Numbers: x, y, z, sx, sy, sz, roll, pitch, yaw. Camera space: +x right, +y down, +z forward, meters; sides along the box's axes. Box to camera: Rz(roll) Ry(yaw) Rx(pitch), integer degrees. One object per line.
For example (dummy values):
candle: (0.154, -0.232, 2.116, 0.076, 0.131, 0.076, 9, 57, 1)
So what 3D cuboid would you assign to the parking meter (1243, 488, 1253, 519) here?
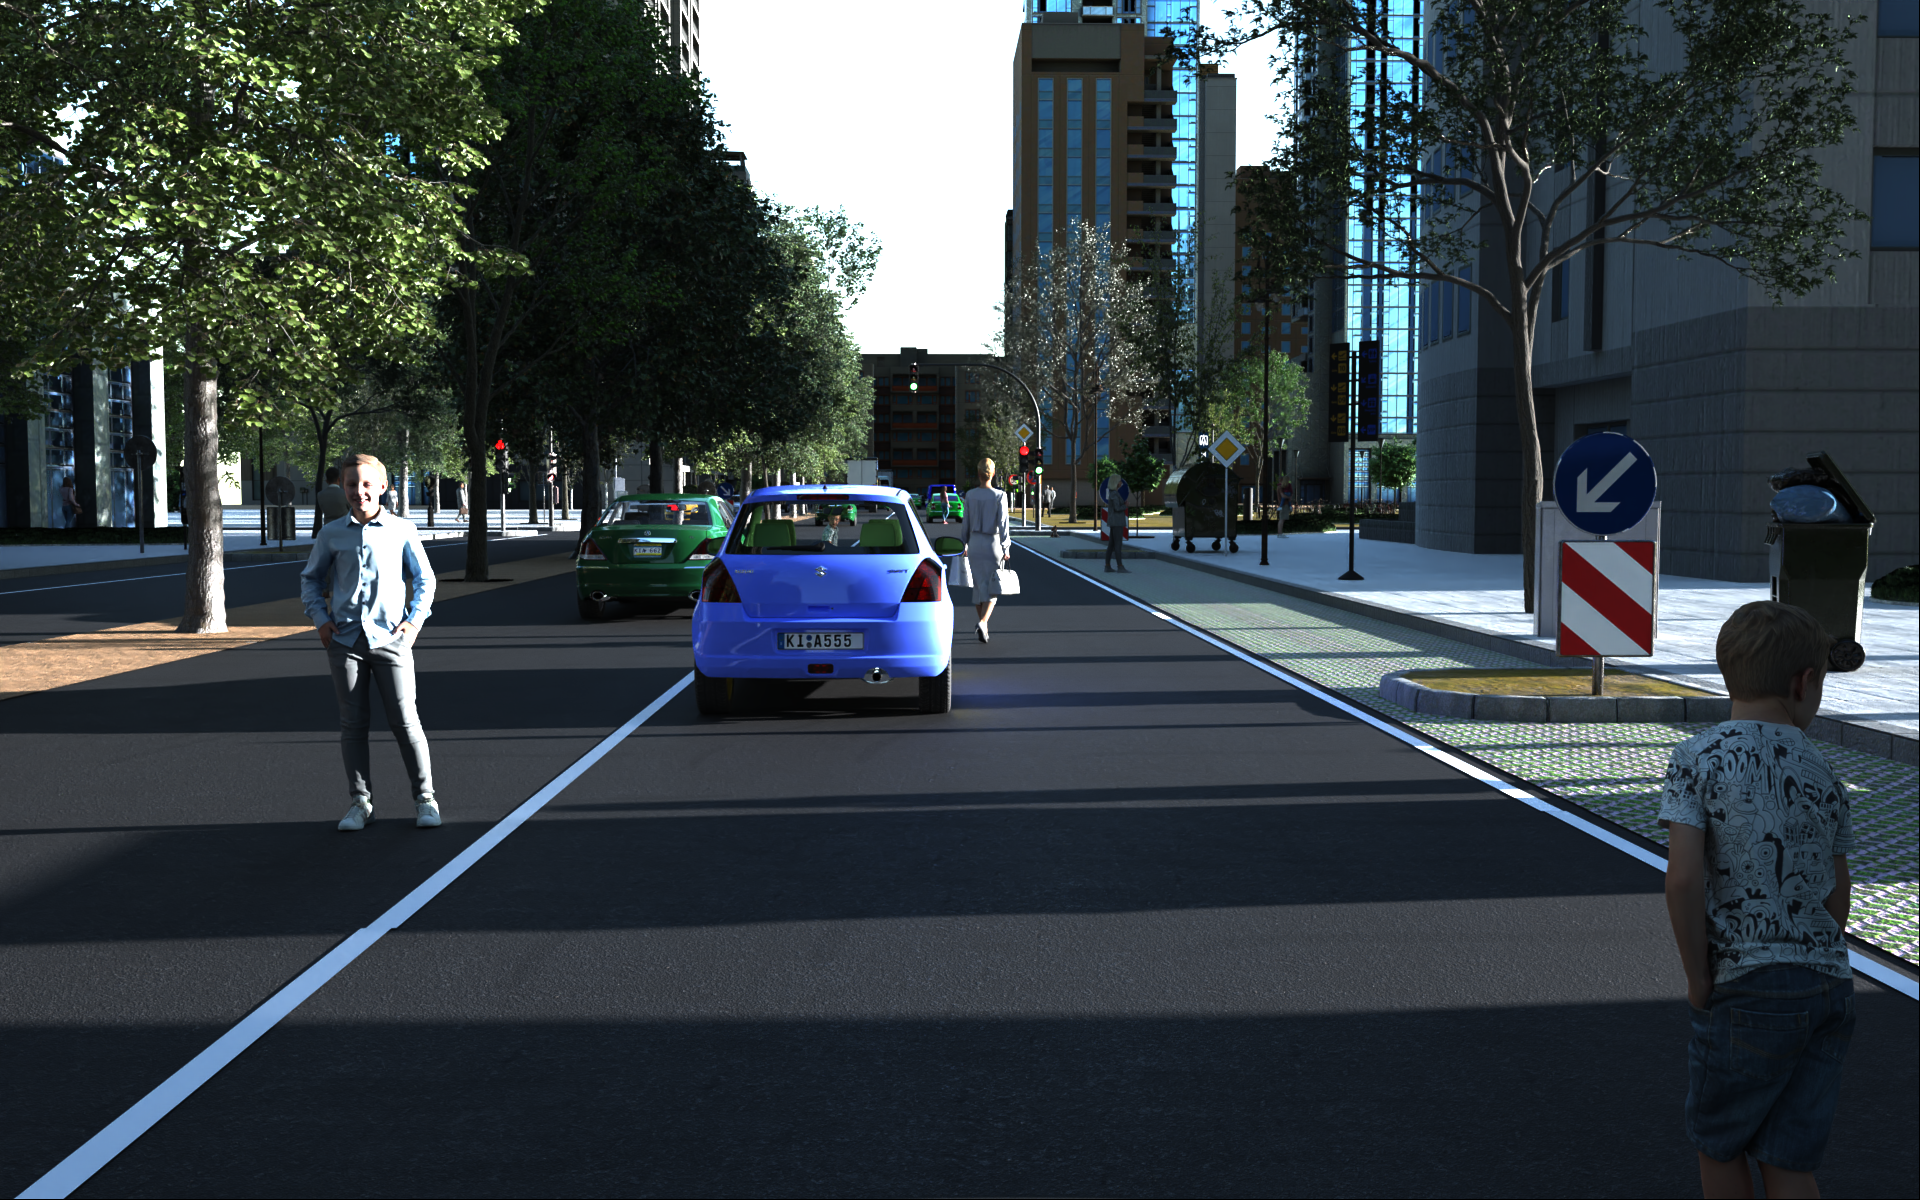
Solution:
parking meter: (11.397, -3.678, 68.552, 0.372, 1.533, 0.369, 0, 3, 0)

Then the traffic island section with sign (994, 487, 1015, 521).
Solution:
traffic island section with sign: (1.939, -5.173, 93.209, 1.989, 1.847, 2.006, 0, 4, -1)

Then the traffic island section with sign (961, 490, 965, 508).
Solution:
traffic island section with sign: (1.283, -6.821, 120.156, 1.989, 1.847, 2.006, 0, 4, -1)

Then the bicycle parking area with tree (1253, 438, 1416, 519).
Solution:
bicycle parking area with tree: (18.929, -6.208, 88.505, 8.231, 4.147, 9.016, 1, 4, 10)

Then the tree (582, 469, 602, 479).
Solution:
tree: (-27.033, -10.725, 125.716, 4.737, 8.622, 4.395, 0, 3, 0)

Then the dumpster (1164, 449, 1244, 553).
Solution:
dumpster: (5.404, -2.196, 38.401, 1.502, 2.255, 1.985, 0, 4, -2)

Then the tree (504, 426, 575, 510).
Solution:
tree: (-23.444, -8.823, 94.611, 4.360, 8.622, 3.978, 0, 3, 0)

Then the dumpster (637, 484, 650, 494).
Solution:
dumpster: (-18.976, -6.090, 105.326, 1.264, 1.857, 1.865, 0, 4, -1)

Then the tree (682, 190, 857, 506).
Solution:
tree: (-9.168, -10.051, 73.448, 9.857, 13.997, 8.962, 0, 3, 0)

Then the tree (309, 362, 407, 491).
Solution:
tree: (-28.155, -8.091, 82.650, 4.360, 8.622, 3.978, 0, 3, 0)

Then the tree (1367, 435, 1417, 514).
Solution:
tree: (24.178, -6.895, 96.450, 4.285, 4.588, 4.351, 0, 3, 0)

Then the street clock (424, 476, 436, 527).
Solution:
street clock: (-20.706, -3.862, 67.707, 0.471, 2.002, 0.358, 3, 5, 44)

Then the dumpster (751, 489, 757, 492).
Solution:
dumpster: (-18.083, -9.071, 156.522, 1.865, 1.857, 1.264, 0, 4, -3)

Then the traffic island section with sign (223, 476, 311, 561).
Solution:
traffic island section with sign: (-15.023, -1.789, 37.873, 1.989, 1.847, 2.006, 0, 4, -1)

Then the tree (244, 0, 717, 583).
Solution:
tree: (-7.753, -6.087, 27.737, 9.928, 11.665, 9.643, 0, 3, 0)

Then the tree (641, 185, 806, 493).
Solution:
tree: (-9.261, -8.295, 56.214, 7.486, 12.596, 7.792, 0, 3, 0)

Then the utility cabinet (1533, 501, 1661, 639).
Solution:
utility cabinet: (5.711, -0.269, 15.558, 1.020, 1.237, 0.306, 1, 4, 10)

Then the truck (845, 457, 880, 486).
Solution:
truck: (-7.738, -9.075, 137.290, 2.839, 4.237, 11.283, 0, 4, -3)

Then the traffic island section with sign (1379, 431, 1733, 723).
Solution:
traffic island section with sign: (3.953, -0.190, 11.729, 1.989, 1.847, 2.006, 0, 4, -1)

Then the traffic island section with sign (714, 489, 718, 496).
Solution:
traffic island section with sign: (-17.042, -6.820, 120.127, 1.989, 1.847, 2.006, 0, 4, -1)

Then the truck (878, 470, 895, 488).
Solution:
truck: (-9.101, -13.143, 203.805, 2.839, 4.237, 11.283, 0, 4, -2)

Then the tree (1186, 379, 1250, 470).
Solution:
tree: (16.333, -9.850, 111.413, 4.737, 8.622, 4.395, 0, 3, 0)

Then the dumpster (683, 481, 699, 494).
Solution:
dumpster: (-19.596, -7.562, 126.135, 1.502, 2.255, 1.985, 0, 4, -1)

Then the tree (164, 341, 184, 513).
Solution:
tree: (-67.090, -14.269, 135.124, 18.604, 14.587, 13.155, 0, 4, -5)

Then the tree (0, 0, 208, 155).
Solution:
tree: (-7.707, -4.496, 10.387, 8.767, 10.594, 7.601, 0, 4, -1)

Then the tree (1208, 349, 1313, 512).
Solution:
tree: (21.311, -12.069, 123.087, 9.928, 11.665, 9.643, 0, 3, 0)

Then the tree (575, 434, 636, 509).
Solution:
tree: (-22.565, -9.858, 111.535, 4.360, 8.622, 3.978, 0, 3, 0)

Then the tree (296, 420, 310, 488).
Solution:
tree: (-43.562, -10.355, 119.667, 4.360, 8.622, 3.978, 0, 3, 0)

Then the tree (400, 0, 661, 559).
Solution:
tree: (-8.117, -7.244, 37.907, 9.611, 12.733, 9.660, 0, 3, 0)

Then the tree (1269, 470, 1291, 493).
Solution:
tree: (25.868, -8.837, 139.092, 1.663, 3.219, 1.824, 0, 3, 0)

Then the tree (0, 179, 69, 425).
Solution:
tree: (-21.792, -5.342, 37.699, 4.360, 8.622, 3.978, 0, 3, 0)

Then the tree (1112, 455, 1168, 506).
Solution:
tree: (13.974, -8.996, 130.793, 4.285, 4.588, 4.351, 0, 3, 0)

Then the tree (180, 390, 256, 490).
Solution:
tree: (-41.269, -8.938, 96.495, 4.737, 8.622, 4.395, 0, 3, 0)

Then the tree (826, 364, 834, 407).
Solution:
tree: (-8.386, -7.837, 47.597, 9.611, 12.733, 9.660, 0, 3, 0)

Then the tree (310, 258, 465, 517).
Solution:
tree: (-30.746, -11.535, 95.245, 9.857, 13.997, 8.962, 0, 3, 0)

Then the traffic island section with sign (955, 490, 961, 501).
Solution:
traffic island section with sign: (-0.640, -11.596, 198.223, 1.989, 1.847, 2.006, 0, 4, -1)

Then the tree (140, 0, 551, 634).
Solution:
tree: (-7.926, -5.955, 17.952, 7.486, 12.596, 7.792, 0, 3, 0)

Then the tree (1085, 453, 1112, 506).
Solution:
tree: (11.462, -9.437, 138.008, 4.285, 4.588, 4.351, 0, 3, 0)

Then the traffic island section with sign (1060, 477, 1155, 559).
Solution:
traffic island section with sign: (3.276, -1.854, 38.944, 1.989, 1.847, 2.006, 0, 4, -1)

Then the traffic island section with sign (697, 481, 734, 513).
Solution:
traffic island section with sign: (-9.125, -3.661, 67.992, 2.006, 1.907, 1.989, 0, 4, -1)
